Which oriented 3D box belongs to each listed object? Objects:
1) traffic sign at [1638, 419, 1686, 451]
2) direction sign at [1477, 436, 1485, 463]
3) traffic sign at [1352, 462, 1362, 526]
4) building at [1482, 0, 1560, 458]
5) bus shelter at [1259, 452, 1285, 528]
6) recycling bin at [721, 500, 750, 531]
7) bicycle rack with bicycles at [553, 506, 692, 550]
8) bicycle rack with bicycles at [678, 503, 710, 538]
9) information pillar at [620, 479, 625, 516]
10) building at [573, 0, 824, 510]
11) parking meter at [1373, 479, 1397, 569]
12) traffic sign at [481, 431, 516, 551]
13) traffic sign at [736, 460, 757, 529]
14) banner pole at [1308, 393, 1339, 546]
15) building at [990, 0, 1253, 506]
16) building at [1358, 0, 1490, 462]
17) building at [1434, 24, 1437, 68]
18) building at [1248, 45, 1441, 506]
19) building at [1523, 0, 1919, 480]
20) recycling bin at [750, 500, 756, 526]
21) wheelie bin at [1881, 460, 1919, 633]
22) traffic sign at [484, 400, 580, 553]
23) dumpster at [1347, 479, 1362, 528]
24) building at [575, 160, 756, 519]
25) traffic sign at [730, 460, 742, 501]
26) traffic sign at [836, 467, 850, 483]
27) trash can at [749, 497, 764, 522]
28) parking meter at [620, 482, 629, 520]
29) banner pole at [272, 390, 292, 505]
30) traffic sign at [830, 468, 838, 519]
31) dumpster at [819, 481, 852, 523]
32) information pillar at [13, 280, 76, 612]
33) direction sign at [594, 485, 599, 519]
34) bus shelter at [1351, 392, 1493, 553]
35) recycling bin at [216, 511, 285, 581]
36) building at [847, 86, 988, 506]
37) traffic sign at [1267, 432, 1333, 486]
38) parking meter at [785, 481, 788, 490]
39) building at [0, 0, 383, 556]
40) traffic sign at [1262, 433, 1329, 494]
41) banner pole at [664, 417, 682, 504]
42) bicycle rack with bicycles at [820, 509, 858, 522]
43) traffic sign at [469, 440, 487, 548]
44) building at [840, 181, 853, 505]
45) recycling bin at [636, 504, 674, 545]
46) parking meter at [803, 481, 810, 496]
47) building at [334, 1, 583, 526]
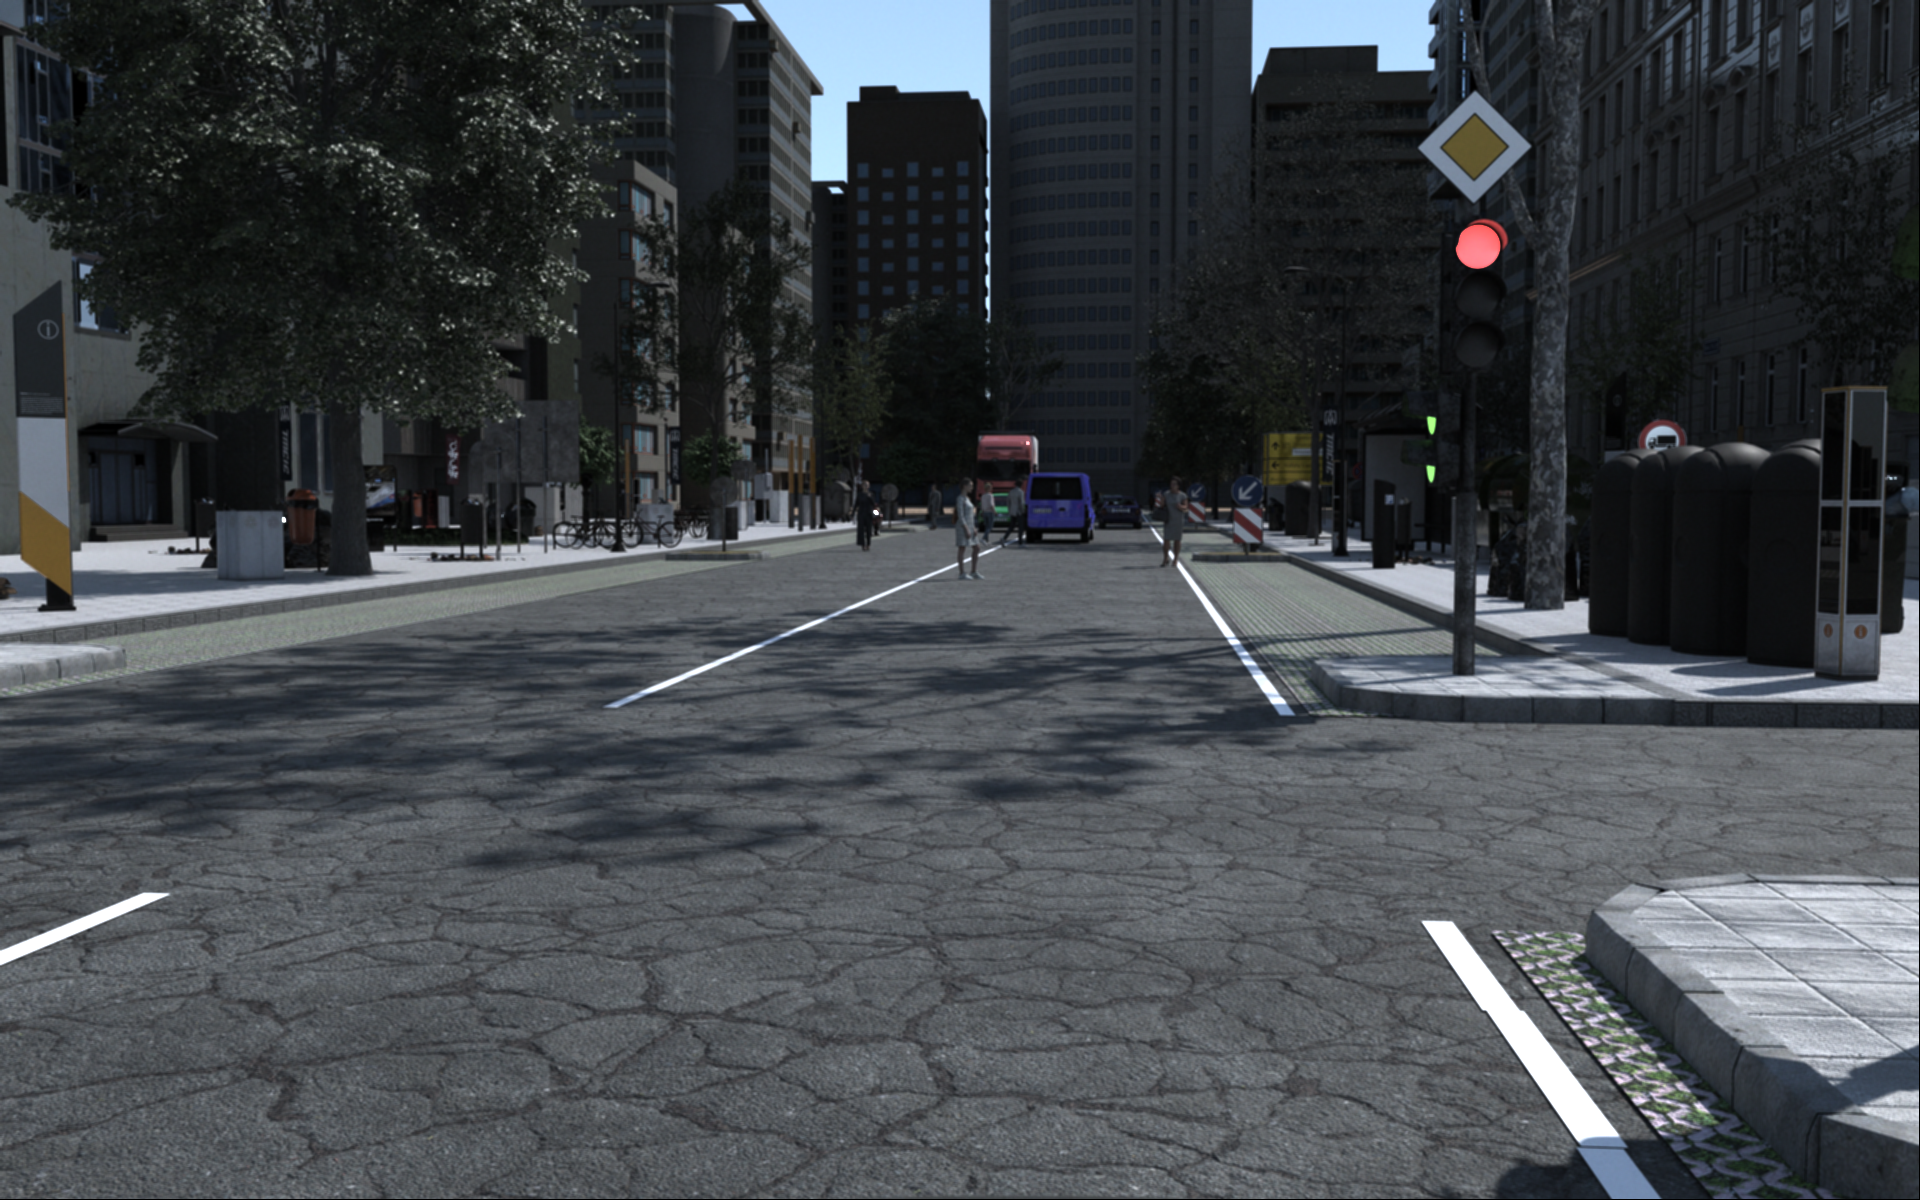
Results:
[{"bbox_3d":[11.937,-1.799,29.514,0.768,2.556,0.104,1,4,13],"label":"traffic sign"},{"bbox_3d":[20.222,-4.619,67.510,0.379,3.537,0.876,-1,4,-9],"label":"direction sign"},{"bbox_3d":[15.880,-4.184,68.508,0.768,2.556,0.104,0,4,6],"label":"traffic sign"},{"bbox_3d":[44.536,-25.037,101.239,32.217,40.220,23.993,0,4,5],"label":"building"},{"bbox_3d":[12.102,-4.229,63.074,2.014,3.302,5.546,0,4,6],"label":"bus shelter"},{"bbox_3d":[-7.941,-2.956,60.887,0.722,1.027,0.722,1,4,10],"label":"recycling bin"},{"bbox_3d":[-8.389,-1.680,40.847,2.925,0.926,2.852,1,4,20],"label":"bicycle rack with bicycles"},{"bbox_3d":[-8.261,-2.311,51.168,2.852,0.926,2.925,3,5,43],"label":"bicycle rack with bicycles"},{"bbox_3d":[-16.952,-5.050,87.066,0.304,2.012,0.304,2,4,35],"label":"information pillar"},{"bbox_3d":[-24.237,-27.191,136.454,23.993,40.220,32.217,0,4,5],"label":"building"},{"bbox_3d":[7.330,-1.315,29.913,0.372,1.533,0.369,0,3,0],"label":"parking meter"},{"bbox_3d":[-9.402,-2.149,35.242,0.768,2.556,0.104,1,4,13],"label":"traffic sign"},{"bbox_3d":[-7.905,-3.915,64.114,0.768,2.556,0.104,0,4,7],"label":"traffic sign"},{"bbox_3d":[9.063,-3.242,43.030,0.401,3.779,0.863,-3,5,-40],"label":"banner pole"},{"bbox_3d":[17.663,-39.894,194.268,28.212,58.520,21.231,0,4,5],"label":"building"},{"bbox_3d":[43.320,-49.855,127.804,22.319,86.520,31.000,0,4,5],"label":"building"},{"bbox_3d":[67.415,-39.591,189.309,28.212,58.520,21.231,0,4,5],"label":"building"},{"bbox_3d":[42.580,-34.731,191.551,21.600,48.544,21.300,0,4,5],"label":"building"},{"bbox_3d":[32.451,-16.806,72.037,12.463,27.353,25.104,0,4,5],"label":"building"},{"bbox_3d":[-8.701,-3.534,70.341,0.722,1.027,0.722,0,4,1],"label":"recycling bin"},{"bbox_3d":[8.528,-0.507,16.202,0.980,1.594,0.693,2,4,25],"label":"wheelie bin"},{"bbox_3d":[-9.330,-2.680,37.694,2.265,3.308,0.079,1,4,14],"label":"traffic sign"},{"bbox_3d":[15.374,-3.683,65.972,1.264,1.857,1.865,0,4,5],"label":"dumpster"},{"bbox_3d":[-29.190,-15.931,105.511,27.650,21.520,28.899,0,4,5],"label":"building"},{"bbox_3d":[-8.171,-3.928,64.325,0.768,2.556,0.104,1,4,11],"label":"traffic sign"},{"bbox_3d":[-5.572,-5.010,82.015,0.768,2.556,0.104,1,4,14],"label":"traffic sign"},{"bbox_3d":[-9.424,-4.214,80.548,0.748,1.137,0.748,0,3,0],"label":"trash can"},{"bbox_3d":[-16.349,-4.824,84.581,0.399,1.863,0.255,2,4,24],"label":"parking meter"},{"bbox_3d":[-15.931,-3.101,40.715,0.863,3.779,0.401,3,4,37],"label":"banner pole"},{"bbox_3d":[-5.978,-5.148,84.273,0.768,2.556,0.104,1,4,14],"label":"traffic sign"},{"bbox_3d":[-5.617,-4.405,77.778,1.264,1.857,1.865,0,4,5],"label":"dumpster"},{"bbox_3d":[-9.984,-1.683,18.869,0.504,3.616,0.183,-3,5,-41],"label":"information pillar"},{"bbox_3d":[-18.852,-5.991,89.948,0.379,3.537,0.876,0,4,1],"label":"direction sign"},{"bbox_3d":[9.663,-2.617,36.707,2.014,3.302,5.546,0,4,5],"label":"bus shelter"},{"bbox_3d":[-10.645,-0.821,25.980,0.722,1.027,0.722,3,5,40],"label":"recycling bin"},{"bbox_3d":[-4.410,-33.217,193.211,14.200,45.320,14.600,0,4,5],"label":"building"},{"bbox_3d":[11.184,-3.840,56.664,2.265,3.308,0.079,0,4,7],"label":"traffic sign"},{"bbox_3d":[-7.828,-4.515,79.536,0.399,1.863,0.255,0,4,-7],"label":"parking meter"},{"bbox_3d":[-30.350,-44.623,42.262,22.319,86.520,31.000,0,4,5],"label":"building"},{"bbox_3d":[11.253,-3.920,57.973,2.265,3.308,0.079,0,4,8],"label":"traffic sign"},{"bbox_3d":[-9.400,-4.066,56.503,0.863,3.779,0.401,2,4,31],"label":"banner pole"},{"bbox_3d":[-5.798,-4.104,80.486,2.925,0.926,2.852,-1,4,-11],"label":"bicycle rack with bicycles"},{"bbox_3d":[-11.200,-2.487,40.775,0.768,2.556,0.104,1,4,9],"label":"traffic sign"},{"bbox_3d":[-23.032,-31.341,204.308,23.993,40.220,32.217,0,4,5],"label":"building"},{"bbox_3d":[-7.809,-1.944,44.341,0.722,1.027,0.722,-3,5,-39],"label":"recycling bin"},{"bbox_3d":[-6.917,-4.441,78.321,0.255,1.863,0.399,1,4,19],"label":"parking meter"},{"bbox_3d":[-25.304,-18.497,74.125,14.160,30.474,14.107,0,4,5],"label":"building"}]
